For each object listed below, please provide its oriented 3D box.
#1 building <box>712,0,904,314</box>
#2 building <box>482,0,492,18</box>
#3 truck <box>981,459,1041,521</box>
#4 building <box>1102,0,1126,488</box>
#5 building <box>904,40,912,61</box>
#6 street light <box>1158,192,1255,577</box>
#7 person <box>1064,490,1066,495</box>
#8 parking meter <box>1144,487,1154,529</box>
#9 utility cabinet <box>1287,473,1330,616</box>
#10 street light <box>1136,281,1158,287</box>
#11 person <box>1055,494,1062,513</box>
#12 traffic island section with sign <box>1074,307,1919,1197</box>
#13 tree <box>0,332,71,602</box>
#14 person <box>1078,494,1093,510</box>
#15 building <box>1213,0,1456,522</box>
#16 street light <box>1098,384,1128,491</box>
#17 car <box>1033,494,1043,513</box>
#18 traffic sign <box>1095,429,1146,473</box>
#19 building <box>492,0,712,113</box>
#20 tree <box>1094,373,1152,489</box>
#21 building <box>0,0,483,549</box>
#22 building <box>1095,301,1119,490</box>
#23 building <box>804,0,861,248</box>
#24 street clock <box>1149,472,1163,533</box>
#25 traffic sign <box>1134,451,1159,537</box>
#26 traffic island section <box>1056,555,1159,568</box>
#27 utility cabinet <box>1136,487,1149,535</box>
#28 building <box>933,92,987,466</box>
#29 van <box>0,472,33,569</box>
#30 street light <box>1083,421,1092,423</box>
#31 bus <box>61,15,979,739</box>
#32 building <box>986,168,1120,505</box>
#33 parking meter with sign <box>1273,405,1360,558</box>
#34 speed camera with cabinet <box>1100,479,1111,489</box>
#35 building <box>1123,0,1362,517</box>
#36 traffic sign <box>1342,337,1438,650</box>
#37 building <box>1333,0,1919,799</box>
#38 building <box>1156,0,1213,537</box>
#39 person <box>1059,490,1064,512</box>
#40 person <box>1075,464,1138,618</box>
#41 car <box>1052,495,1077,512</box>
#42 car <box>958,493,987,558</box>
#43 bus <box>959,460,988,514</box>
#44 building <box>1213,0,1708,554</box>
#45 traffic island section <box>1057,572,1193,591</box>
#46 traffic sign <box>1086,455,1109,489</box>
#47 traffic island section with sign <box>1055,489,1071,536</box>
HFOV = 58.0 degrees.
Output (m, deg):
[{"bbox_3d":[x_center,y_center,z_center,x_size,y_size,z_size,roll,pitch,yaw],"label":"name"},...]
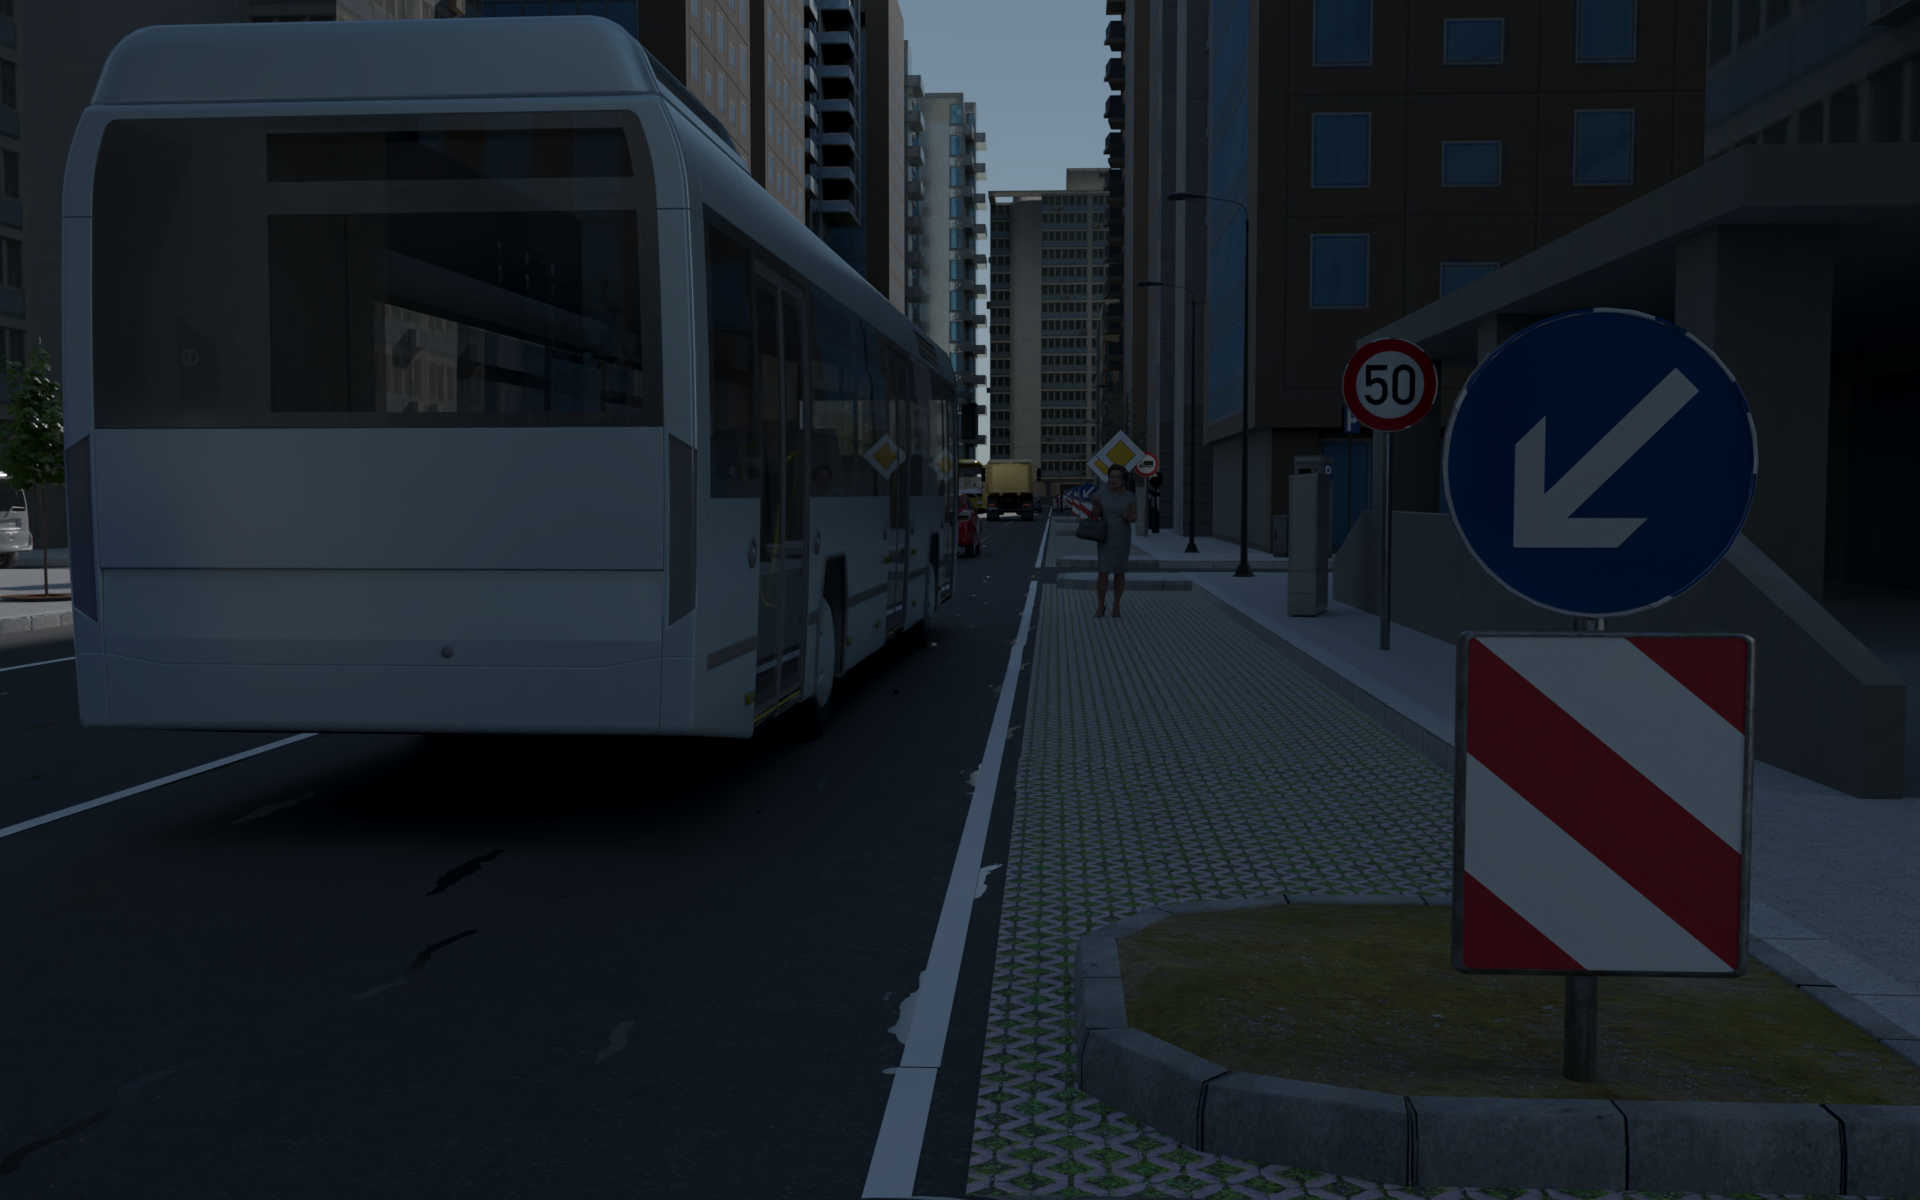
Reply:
[{"bbox_3d":[-12.264,-30.480,148.454,14.600,45.320,14.200,0,4,3],"label":"building"},{"bbox_3d":[-17.136,-25.953,74.440,14.600,45.320,14.200,0,4,3],"label":"building"},{"bbox_3d":[2.801,-6.113,95.879,3.469,3.379,9.791,0,4,2],"label":"truck"},{"bbox_3d":[22.775,-29.662,139.602,22.147,44.769,28.867,0,4,3],"label":"building"},{"bbox_3d":[-19.091,-33.948,174.657,30.456,49.044,23.786,0,4,3],"label":"building"},{"bbox_3d":[3.872,-3.317,26.779,1.470,5.913,1.316,0,4,3],"label":"street light"},{"bbox_3d":[9.350,-8.900,154.568,0.434,1.755,0.990,2,4,32],"label":"person"},{"bbox_3d":[6.863,-3.338,62.995,0.372,1.533,0.369,0,3,0],"label":"parking meter"},{"bbox_3d":[3.728,-0.604,18.553,0.318,1.500,1.173,1,4,18],"label":"utility cabinet"},{"bbox_3d":[4.542,-3.995,37.852,1.470,5.913,1.316,0,4,3],"label":"street light"},{"bbox_3d":[7.478,-7.337,131.678,0.599,1.433,0.991,-2,4,-31],"label":"person"},{"bbox_3d":[1.300,0.254,4.482,1.989,1.847,2.006,0,4,3],"label":"traffic island section with sign"},{"bbox_3d":[-11.110,-1.603,20.816,1.663,3.219,1.824,0,3,0],"label":"tree"},{"bbox_3d":[5.518,-4.101,75.908,0.716,1.782,0.532,1,4,16],"label":"person"},{"bbox_3d":[17.511,-27.104,93.268,14.600,45.320,14.200,0,4,3],"label":"building"},{"bbox_3d":[6.529,-6.174,73.483,1.470,5.913,1.316,0,4,3],"label":"street light"},{"bbox_3d":[5.477,-7.480,134.295,2.014,1.417,4.499,0,4,2],"label":"car"},{"bbox_3d":[2.490,-1.423,26.904,0.795,2.450,0.064,0,4,3],"label":"traffic sign"},{"bbox_3d":[-16.618,-27.348,97.254,14.600,45.320,14.200,0,4,3],"label":"building"},{"bbox_3d":[9.982,-9.429,104.522,4.360,8.622,3.978,0,3,0],"label":"tree"},{"bbox_3d":[-27.254,-21.785,48.061,32.217,40.220,23.993,0,4,3],"label":"building"},{"bbox_3d":[27.389,-19.835,169.338,27.650,21.520,28.899,0,4,3],"label":"building"},{"bbox_3d":[-17.731,-49.678,124.903,22.319,86.520,31.000,0,4,3],"label":"building"},{"bbox_3d":[6.391,-3.179,56.542,0.358,2.002,0.471,-2,4,-32],"label":"street clock"},{"bbox_3d":[5.546,-3.152,51.648,0.768,2.556,0.104,0,4,7],"label":"traffic sign"},{"bbox_3d":[2.950,-0.775,34.953,2.009,0.180,2.903,0,4,3],"label":"traffic island section"},{"bbox_3d":[5.663,-2.755,53.724,0.318,1.500,1.173,1,4,11],"label":"utility cabinet"},{"bbox_3d":[-11.998,-35.896,206.501,30.456,49.044,23.786,0,4,3],"label":"building"},{"bbox_3d":[-19.104,-1.484,31.274,4.112,2.044,2.013,0,4,3],"label":"van"},{"bbox_3d":[8.516,-8.395,109.795,1.470,5.913,1.316,0,4,3],"label":"street light"},{"bbox_3d":[-1.747,-1.131,13.356,2.948,3.499,13.247,0,4,5],"label":"bus"},{"bbox_3d":[15.390,-31.629,209.018,23.993,40.220,32.217,0,4,3],"label":"building"},{"bbox_3d":[7.082,-2.349,34.671,1.738,3.016,0.543,3,5,44],"label":"parking meter with sign"},{"bbox_3d":[8.926,-6.471,100.140,0.660,3.252,2.038,3,5,40],"label":"speed camera with cabinet"},{"bbox_3d":[18.390,-28.594,117.625,14.600,45.320,14.200,0,4,3],"label":"building"},{"bbox_3d":[3.501,-0.861,14.189,0.768,2.556,0.104,0,4,5],"label":"traffic sign"},{"bbox_3d":[20.247,-19.585,12.094,32.217,40.220,23.993,0,4,3],"label":"building"},{"bbox_3d":[17.929,-31.905,63.648,21.231,58.520,28.212,0,4,3],"label":"building"},{"bbox_3d":[7.830,-7.687,134.904,0.721,1.735,1.217,-1,4,-14],"label":"person"},{"bbox_3d":[1.688,-0.679,19.964,0.716,1.782,0.532,0,4,7],"label":"person"},{"bbox_3d":[8.523,-7.849,140.700,2.083,1.381,4.827,0,4,2],"label":"car"},{"bbox_3d":[-0.458,-1.930,40.592,2.155,1.783,4.494,0,4,3],"label":"car"},{"bbox_3d":[0.717,-8.305,127.334,2.896,3.916,12.252,0,4,3],"label":"bus"},{"bbox_3d":[13.700,-23.963,41.898,14.200,45.320,14.600,0,4,3],"label":"building"},{"bbox_3d":[2.514,-0.287,26.980,2.009,0.180,2.903,0,4,3],"label":"traffic island section"},{"bbox_3d":[2.926,-1.910,34.877,0.795,2.450,0.064,0,4,3],"label":"traffic sign"},{"bbox_3d":[4.322,-3.136,59.901,1.989,1.847,2.006,0,4,3],"label":"traffic island section with sign"}]
